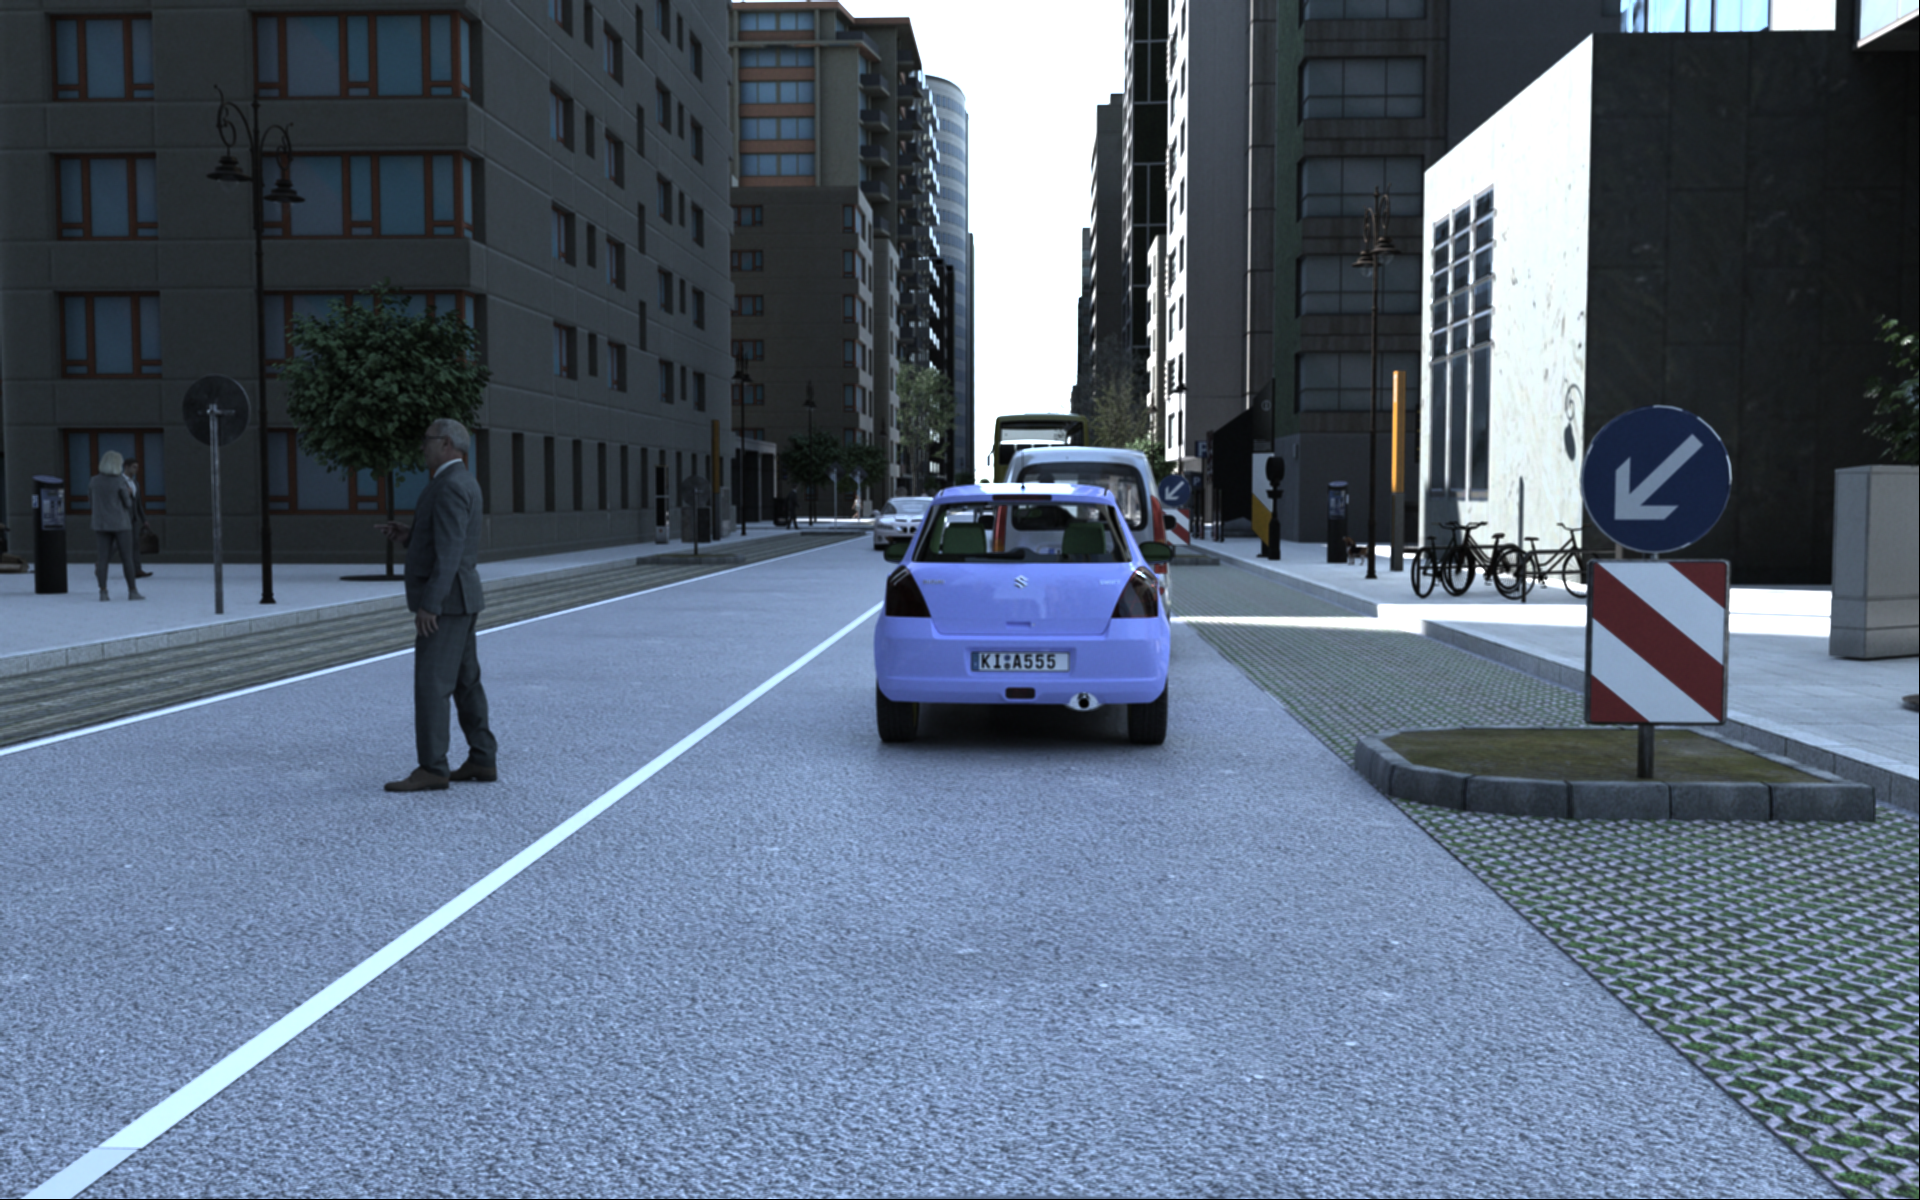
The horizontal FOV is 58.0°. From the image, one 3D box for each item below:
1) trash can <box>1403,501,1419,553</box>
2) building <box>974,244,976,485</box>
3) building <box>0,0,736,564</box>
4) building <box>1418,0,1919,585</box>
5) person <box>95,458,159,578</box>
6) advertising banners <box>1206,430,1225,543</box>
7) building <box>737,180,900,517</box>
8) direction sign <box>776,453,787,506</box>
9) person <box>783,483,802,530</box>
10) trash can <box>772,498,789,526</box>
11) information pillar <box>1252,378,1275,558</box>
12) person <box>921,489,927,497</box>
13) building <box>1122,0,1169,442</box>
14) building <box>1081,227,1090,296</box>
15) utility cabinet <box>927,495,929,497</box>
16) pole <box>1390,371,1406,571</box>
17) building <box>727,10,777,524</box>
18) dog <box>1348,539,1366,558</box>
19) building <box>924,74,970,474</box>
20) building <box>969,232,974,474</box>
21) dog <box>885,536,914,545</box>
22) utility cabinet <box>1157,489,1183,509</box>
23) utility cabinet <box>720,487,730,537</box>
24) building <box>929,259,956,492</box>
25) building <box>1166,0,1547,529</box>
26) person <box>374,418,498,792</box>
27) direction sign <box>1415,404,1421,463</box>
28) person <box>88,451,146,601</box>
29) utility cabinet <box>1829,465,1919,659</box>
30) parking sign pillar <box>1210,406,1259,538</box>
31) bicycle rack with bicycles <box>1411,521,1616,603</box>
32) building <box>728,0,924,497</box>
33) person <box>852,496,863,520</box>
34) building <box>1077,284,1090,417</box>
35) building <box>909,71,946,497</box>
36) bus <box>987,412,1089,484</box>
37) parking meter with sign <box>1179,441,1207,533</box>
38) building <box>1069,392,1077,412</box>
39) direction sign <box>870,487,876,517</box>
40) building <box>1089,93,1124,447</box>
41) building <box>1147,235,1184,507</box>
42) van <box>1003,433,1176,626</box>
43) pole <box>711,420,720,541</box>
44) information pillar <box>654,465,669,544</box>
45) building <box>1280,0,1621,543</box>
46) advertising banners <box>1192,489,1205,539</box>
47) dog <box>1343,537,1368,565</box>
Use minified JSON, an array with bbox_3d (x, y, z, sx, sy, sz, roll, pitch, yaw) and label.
[{"bbox_3d":[9.787,-1.588,37.612,0.748,1.137,0.748,0,3,0],"label":"trash can"},{"bbox_3d":[-4.513,-39.233,291.564,14.600,45.320,14.200,0,4,3],"label":"building"},{"bbox_3d":[-22.690,-12.255,45.403,28.899,21.520,27.650,0,4,3],"label":"building"},{"bbox_3d":[19.751,-43.048,16.501,22.319,86.520,31.000,0,4,3],"label":"building"},{"bbox_3d":[-12.702,-1.245,26.362,0.822,1.834,0.622,0,4,6],"label":"person"},{"bbox_3d":[6.910,-3.090,46.704,0.090,3.025,2.074,0,4,-2],"label":"advertising banners"},{"bbox_3d":[-18.864,-16.353,112.415,27.650,21.520,28.899,0,4,3],"label":"building"},{"bbox_3d":[-9.952,-6.373,96.187,0.876,3.537,0.379,2,4,29],"label":"direction sign"},{"bbox_3d":[-6.326,-3.542,66.183,0.755,1.850,0.659,-2,4,-29],"label":"person"},{"bbox_3d":[-7.125,-3.503,68.929,0.748,1.137,0.748,0,3,0],"label":"trash can"},{"bbox_3d":[6.145,-2.672,35.036,0.504,3.616,0.183,3,5,45],"label":"information pillar"},{"bbox_3d":[-2.201,-6.371,113.342,0.598,1.740,0.731,3,4,38],"label":"person"},{"bbox_3d":[23.548,-44.090,159.129,20.563,71.187,20.611,0,4,3],"label":"building"},{"bbox_3d":[25.484,-35.620,265.981,14.154,41.232,14.086,0,4,3],"label":"building"},{"bbox_3d":[-2.424,-7.998,141.936,0.306,1.237,1.020,1,4,20],"label":"utility cabinet"},{"bbox_3d":[7.280,-2.136,28.775,0.158,3.312,0.155,0,3,0],"label":"pole"},{"bbox_3d":[-19.323,-39.140,78.194,20.563,71.187,20.611,0,4,3],"label":"building"},{"bbox_3d":[7.920,-1.051,34.926,0.550,0.427,0.748,1,4,15],"label":"dog"},{"bbox_3d":[-9.753,-42.802,241.814,21.231,58.520,28.212,0,4,3],"label":"building"},{"bbox_3d":[-5.090,-35.458,263.325,14.154,41.232,14.086,0,4,3],"label":"building"},{"bbox_3d":[-1.334,-1.162,38.279,0.540,0.507,0.406,-3,5,-44],"label":"dog"},{"bbox_3d":[8.430,-3.736,69.759,1.173,1.500,0.318,-2,4,-35],"label":"utility cabinet"},{"bbox_3d":[-7.087,-2.620,51.515,0.318,1.500,1.173,0,4,3],"label":"utility cabinet"},{"bbox_3d":[-7.890,-26.833,210.428,14.160,30.474,14.107,0,4,3],"label":"building"},{"bbox_3d":[16.643,-24.040,76.654,14.086,41.232,14.154,0,4,3],"label":"building"},{"bbox_3d":[-2.600,0.009,8.522,0.590,1.801,0.661,0,4,-8],"label":"person"},{"bbox_3d":[11.826,-3.144,43.395,0.876,3.537,0.379,2,4,33],"label":"direction sign"},{"bbox_3d":[-10.239,-0.900,20.944,0.537,1.800,0.526,1,4,14],"label":"person"},{"bbox_3d":[7.358,-0.305,13.658,1.173,1.500,0.318,-2,4,-30],"label":"utility cabinet"},{"bbox_3d":[8.212,-3.861,51.606,1.447,3.967,1.447,1,4,18],"label":"parking sign pillar"},{"bbox_3d":[6.820,-0.510,21.715,2.925,0.926,2.852,-2,4,-27],"label":"bicycle rack with bicycles"},{"bbox_3d":[-14.837,-30.797,158.160,22.147,44.769,28.867,0,4,3],"label":"building"},{"bbox_3d":[-5.056,-4.561,85.632,0.382,1.210,0.505,3,4,39],"label":"person"},{"bbox_3d":[23.964,-29.394,252.292,14.160,30.474,14.107,0,4,3],"label":"building"},{"bbox_3d":[-13.832,-34.748,187.740,23.786,49.044,30.456,0,4,3],"label":"building"},{"bbox_3d":[2.241,-3.680,51.712,2.896,3.916,12.252,0,4,1],"label":"bus"},{"bbox_3d":[7.767,-3.753,57.625,0.543,3.016,1.738,-1,4,-14],"label":"parking meter with sign"},{"bbox_3d":[32.288,-27.080,287.799,27.650,21.520,28.899,0,4,3],"label":"building"},{"bbox_3d":[-4.949,-6.498,98.247,0.876,3.537,0.379,3,5,39],"label":"direction sign"},{"bbox_3d":[26.426,-35.600,205.768,21.300,48.544,21.600,0,4,3],"label":"building"},{"bbox_3d":[26.653,-16.178,109.543,27.650,21.520,28.899,0,4,3],"label":"building"},{"bbox_3d":[1.148,-0.610,16.989,2.013,2.044,4.112,0,4,3],"label":"van"},{"bbox_3d":[-6.744,-3.301,47.822,0.158,3.312,0.155,0,3,0],"label":"pole"},{"bbox_3d":[-7.667,-2.450,44.547,0.304,2.012,0.304,0,4,4],"label":"information pillar"},{"bbox_3d":[16.218,-22.460,50.823,14.154,41.232,14.086,0,4,3],"label":"building"},{"bbox_3d":[6.856,-3.235,49.082,0.090,3.025,2.074,0,4,-6],"label":"advertising banners"},{"bbox_3d":[7.197,-0.888,31.343,0.540,0.507,0.406,1,4,13],"label":"dog"}]
